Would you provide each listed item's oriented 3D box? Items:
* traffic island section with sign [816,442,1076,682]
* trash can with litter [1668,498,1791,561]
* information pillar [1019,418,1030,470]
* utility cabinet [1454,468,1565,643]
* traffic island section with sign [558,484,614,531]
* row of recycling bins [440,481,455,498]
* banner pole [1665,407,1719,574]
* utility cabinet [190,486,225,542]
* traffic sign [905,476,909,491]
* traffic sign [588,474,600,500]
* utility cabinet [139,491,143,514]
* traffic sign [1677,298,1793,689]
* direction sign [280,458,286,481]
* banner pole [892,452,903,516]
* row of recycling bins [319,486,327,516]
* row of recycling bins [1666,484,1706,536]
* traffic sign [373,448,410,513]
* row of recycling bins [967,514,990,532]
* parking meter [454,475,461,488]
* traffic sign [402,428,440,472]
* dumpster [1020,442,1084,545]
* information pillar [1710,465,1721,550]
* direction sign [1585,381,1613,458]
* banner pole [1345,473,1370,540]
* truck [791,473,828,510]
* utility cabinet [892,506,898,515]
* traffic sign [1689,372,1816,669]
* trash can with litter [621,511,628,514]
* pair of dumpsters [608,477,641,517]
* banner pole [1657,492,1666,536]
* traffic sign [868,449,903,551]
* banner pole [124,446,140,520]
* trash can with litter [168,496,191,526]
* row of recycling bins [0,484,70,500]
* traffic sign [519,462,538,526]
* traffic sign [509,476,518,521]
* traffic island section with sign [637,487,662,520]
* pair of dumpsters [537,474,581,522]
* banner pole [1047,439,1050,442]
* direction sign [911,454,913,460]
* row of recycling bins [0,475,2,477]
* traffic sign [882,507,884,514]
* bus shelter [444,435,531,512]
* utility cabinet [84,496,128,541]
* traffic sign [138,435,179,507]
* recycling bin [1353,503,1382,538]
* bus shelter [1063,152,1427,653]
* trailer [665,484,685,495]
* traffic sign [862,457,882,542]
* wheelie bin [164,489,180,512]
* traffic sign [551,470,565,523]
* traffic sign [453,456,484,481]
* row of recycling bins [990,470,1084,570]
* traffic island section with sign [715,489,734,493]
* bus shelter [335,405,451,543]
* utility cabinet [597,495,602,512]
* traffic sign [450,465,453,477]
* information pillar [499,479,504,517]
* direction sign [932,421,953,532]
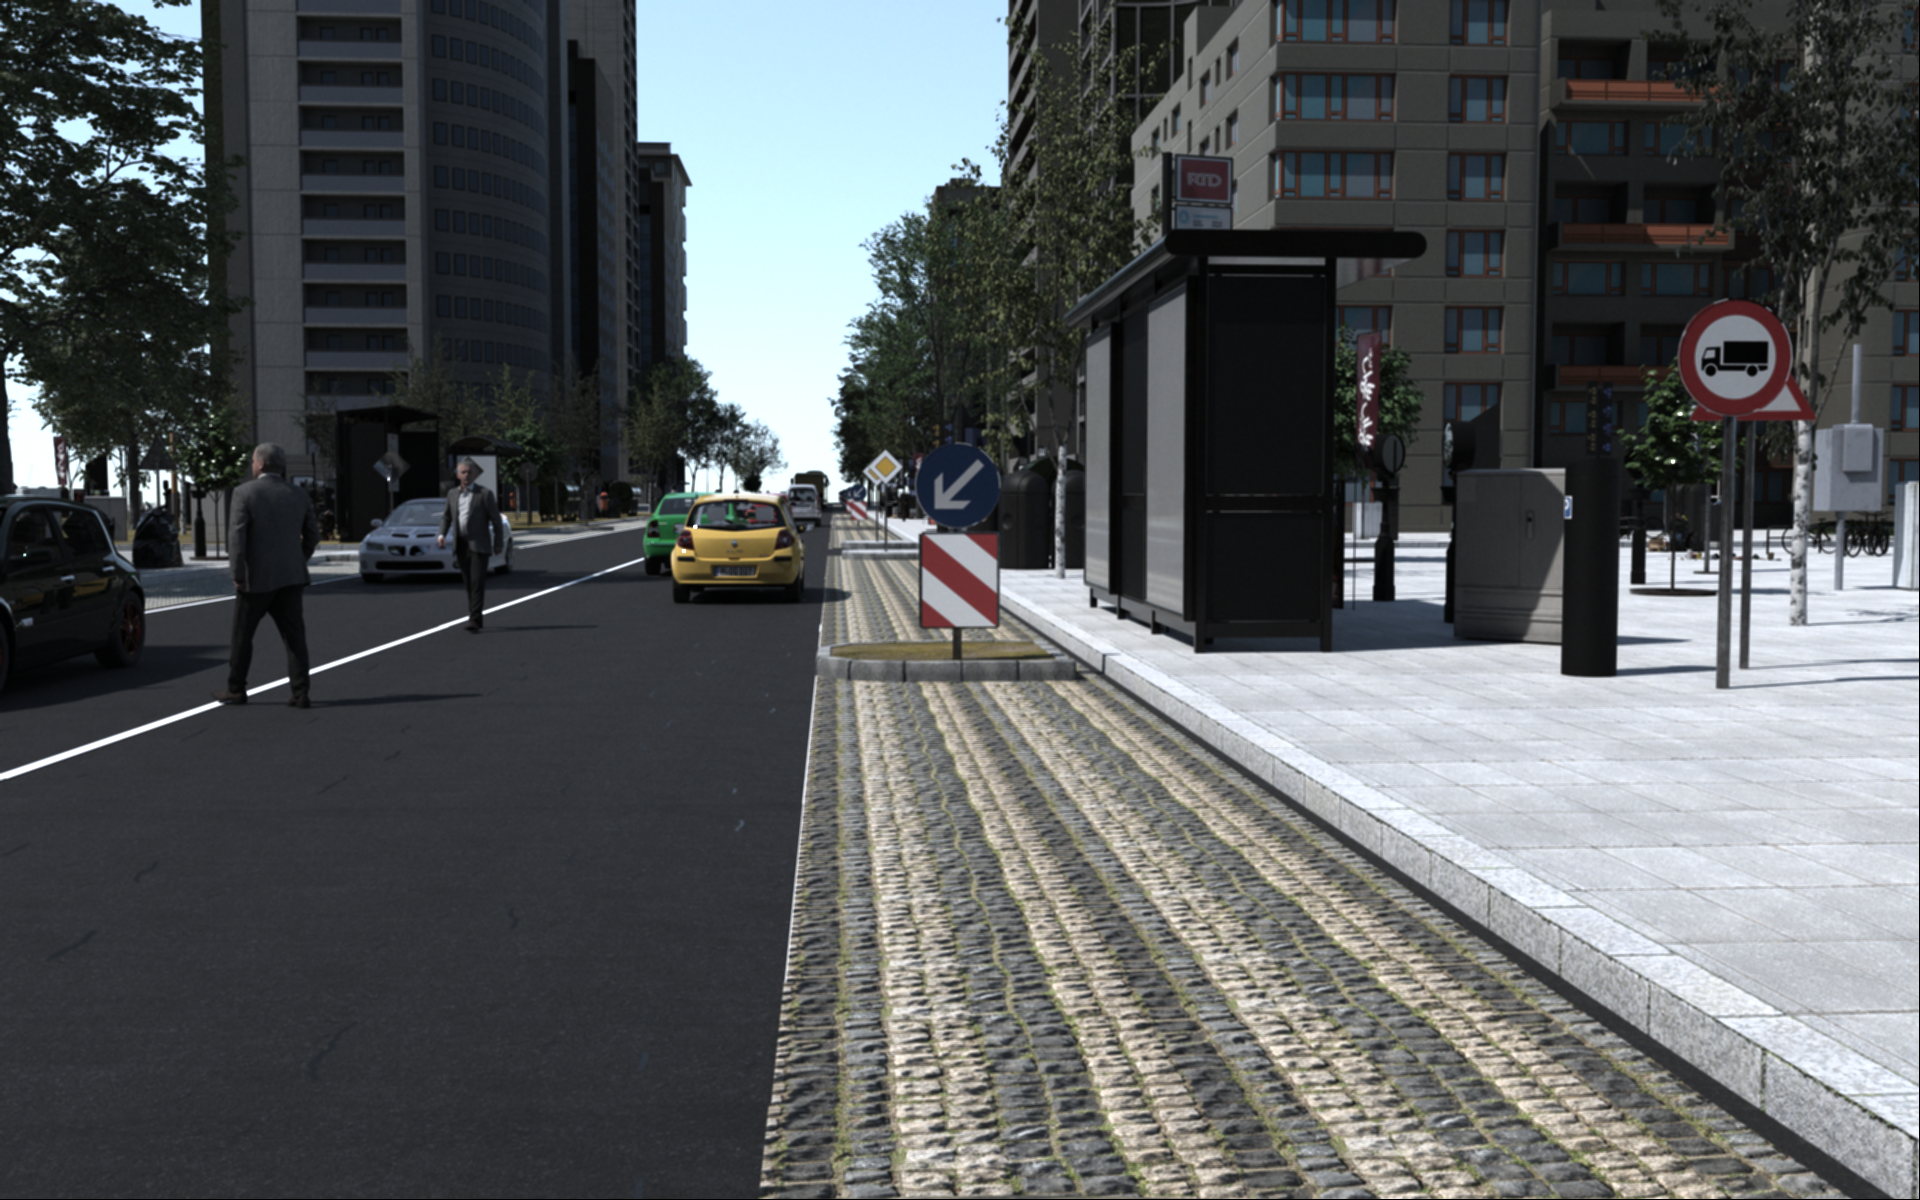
[{"bbox_3d":[-0.175,-0.332,14.062,1.989,1.847,2.006,0,4,-4],"label":"traffic island section with sign"},{"bbox_3d":[15.154,-1.397,33.891,2.233,1.210,1.678,2,4,31],"label":"trash can with litter"},{"bbox_3d":[1.898,-3.651,51.052,0.183,3.616,0.504,-2,4,-29],"label":"information pillar"},{"bbox_3d":[4.886,-0.384,14.963,1.173,1.500,0.318,3,5,42],"label":"utility cabinet"},{"bbox_3d":[-14.633,-3.622,67.853,1.989,1.847,2.006,0,4,-4],"label":"traffic island section with sign"},{"bbox_3d":[-16.798,-3.023,56.544,1.069,1.692,3.534,-1,4,-21],"label":"row of recycling bins"},{"bbox_3d":[11.972,-2.326,28.055,0.401,3.779,0.863,-1,4,-19],"label":"banner pole"},{"bbox_3d":[-19.562,-2.254,45.530,1.173,1.500,0.318,0,4,2],"label":"utility cabinet"},{"bbox_3d":[-3.601,-7.450,121.906,0.768,2.556,0.104,0,4,-4],"label":"traffic sign"},{"bbox_3d":[-23.197,-6.716,109.910,0.768,2.556,0.104,0,4,0],"label":"traffic sign"},{"bbox_3d":[-51.966,-6.180,109.722,0.318,1.500,1.173,-1,4,-23],"label":"utility cabinet"},{"bbox_3d":[5.031,-0.688,11.348,0.768,2.556,0.104,0,4,-3],"label":"traffic sign"},{"bbox_3d":[-39.805,-6.691,101.397,0.379,3.537,0.876,2,4,26],"label":"direction sign"},{"bbox_3d":[-3.659,-6.932,103.358,0.863,3.779,0.401,0,4,-6],"label":"banner pole"},{"bbox_3d":[-31.599,-4.850,86.405,1.069,1.692,3.534,0,4,2],"label":"row of recycling bins"},{"bbox_3d":[22.966,-2.919,54.833,1.069,1.692,3.534,1,4,12],"label":"row of recycling bins"},{"bbox_3d":[-12.425,-2.095,37.890,0.795,2.450,0.064,0,4,-4],"label":"traffic sign"},{"bbox_3d":[1.568,-1.806,36.640,3.534,1.692,1.069,3,5,42],"label":"row of recycling bins"},{"bbox_3d":[-15.604,-2.967,54.229,0.399,1.863,0.255,-1,4,-21],"label":"parking meter"},{"bbox_3d":[-17.206,-3.651,53.564,2.265,3.308,0.079,0,4,4],"label":"traffic sign"},{"bbox_3d":[1.786,-1.869,33.045,1.502,2.255,1.985,0,4,-4],"label":"dumpster"},{"bbox_3d":[17.444,-2.165,39.887,0.304,2.012,0.304,-2,4,-27],"label":"information pillar"},{"bbox_3d":[12.881,-2.629,34.980,0.876,3.537,0.379,-3,4,-37],"label":"direction sign"},{"bbox_3d":[11.155,-3.589,48.691,0.863,3.779,0.401,-2,4,-24],"label":"banner pole"},{"bbox_3d":[-13.669,-9.860,157.137,3.469,3.379,9.791,0,4,-5],"label":"truck"},{"bbox_3d":[-3.567,-5.726,104.786,1.020,1.237,0.306,0,4,3],"label":"utility cabinet"},{"bbox_3d":[5.749,-0.772,12.626,0.884,2.594,0.081,0,4,5],"label":"traffic sign"},{"bbox_3d":[-21.707,-6.080,110.794,1.055,1.170,0.624,0,4,-8],"label":"trash can with litter"},{"bbox_3d":[-19.403,-5.963,99.994,1.574,2.255,4.437,0,4,-4],"label":"pair of dumpsters"},{"bbox_3d":[21.664,-3.870,53.298,0.401,3.779,0.863,0,4,8],"label":"banner pole"},{"bbox_3d":[-1.658,-2.141,38.647,0.795,2.450,0.064,0,4,-4],"label":"traffic sign"},{"bbox_3d":[-41.595,-5.925,86.896,0.863,3.779,0.401,-1,4,-12],"label":"banner pole"},{"bbox_3d":[-31.004,-3.567,69.372,2.233,1.210,1.678,-1,4,-18],"label":"trash can with litter"},{"bbox_3d":[-49.935,-5.280,93.443,3.534,1.692,1.069,-1,4,-19],"label":"row of recycling bins"},{"bbox_3d":[-17.165,-4.204,68.846,0.768,2.556,0.104,0,4,5],"label":"traffic sign"},{"bbox_3d":[-21.399,-5.104,83.560,0.768,2.556,0.104,0,4,1],"label":"traffic sign"},{"bbox_3d":[-16.574,-5.267,94.738,1.989,1.847,2.006,0,4,-4],"label":"traffic island section with sign"},{"bbox_3d":[-18.653,-4.769,80.471,1.574,2.255,4.437,0,4,-4],"label":"pair of dumpsters"},{"bbox_3d":[3.869,-5.456,79.216,0.863,3.779,0.401,3,4,39],"label":"banner pole"},{"bbox_3d":[-2.521,-6.512,98.469,0.379,3.537,0.876,-3,4,-36],"label":"direction sign"},{"bbox_3d":[-14.584,-1.023,23.842,3.534,1.692,1.069,1,4,18],"label":"row of recycling bins"},{"bbox_3d":[-4.880,-6.704,109.721,0.768,2.556,0.104,0,4,4],"label":"traffic sign"},{"bbox_3d":[-17.001,-4.202,62.624,2.014,3.302,5.546,0,4,-4],"label":"bus shelter"},{"bbox_3d":[-23.214,-2.196,47.073,1.020,1.237,0.306,-1,4,-20],"label":"utility cabinet"},{"bbox_3d":[-17.786,-2.350,38.429,0.884,2.594,0.081,0,4,-3],"label":"traffic sign"},{"bbox_3d":[12.006,-2.345,50.895,0.722,1.027,0.722,0,4,-5],"label":"recycling bin"},{"bbox_3d":[2.369,-2.475,18.092,2.179,5.291,8.768,0,4,-4],"label":"bus shelter"},{"bbox_3d":[-16.824,-5.811,102.057,1.471,1.999,3.904,0,4,-5],"label":"trailer"},{"bbox_3d":[-2.235,-2.628,46.611,0.795,2.450,0.064,0,4,-4],"label":"traffic sign"},{"bbox_3d":[-45.385,-5.630,99.958,0.693,1.594,0.980,2,4,28],"label":"wheelie bin"},{"bbox_3d":[-18.048,-4.731,77.459,0.768,2.556,0.104,0,4,1],"label":"traffic sign"},{"bbox_3d":[-13.003,-2.582,45.854,0.795,2.450,0.064,0,4,-4],"label":"traffic sign"},{"bbox_3d":[2.407,-1.405,30.083,3.534,1.692,1.069,-1,4,-18],"label":"row of recycling bins"},{"bbox_3d":[-20.272,-8.384,145.713,1.989,1.847,2.006,0,4,-4],"label":"traffic island section with sign"},{"bbox_3d":[-15.802,-3.507,48.623,1.731,3.624,6.357,0,4,-4],"label":"bus shelter"},{"bbox_3d":[-19.723,-5.110,94.708,0.306,1.237,1.020,-1,4,-12],"label":"utility cabinet"},{"bbox_3d":[-19.539,-4.132,67.661,0.768,2.556,0.104,0,4,4],"label":"traffic sign"},{"bbox_3d":[-21.750,-4.727,81.775,0.304,2.012,0.304,-2,4,-31],"label":"information pillar"},{"bbox_3d":[-0.543,-3.772,53.667,0.876,3.537,0.379,3,5,43],"label":"direction sign"}]
